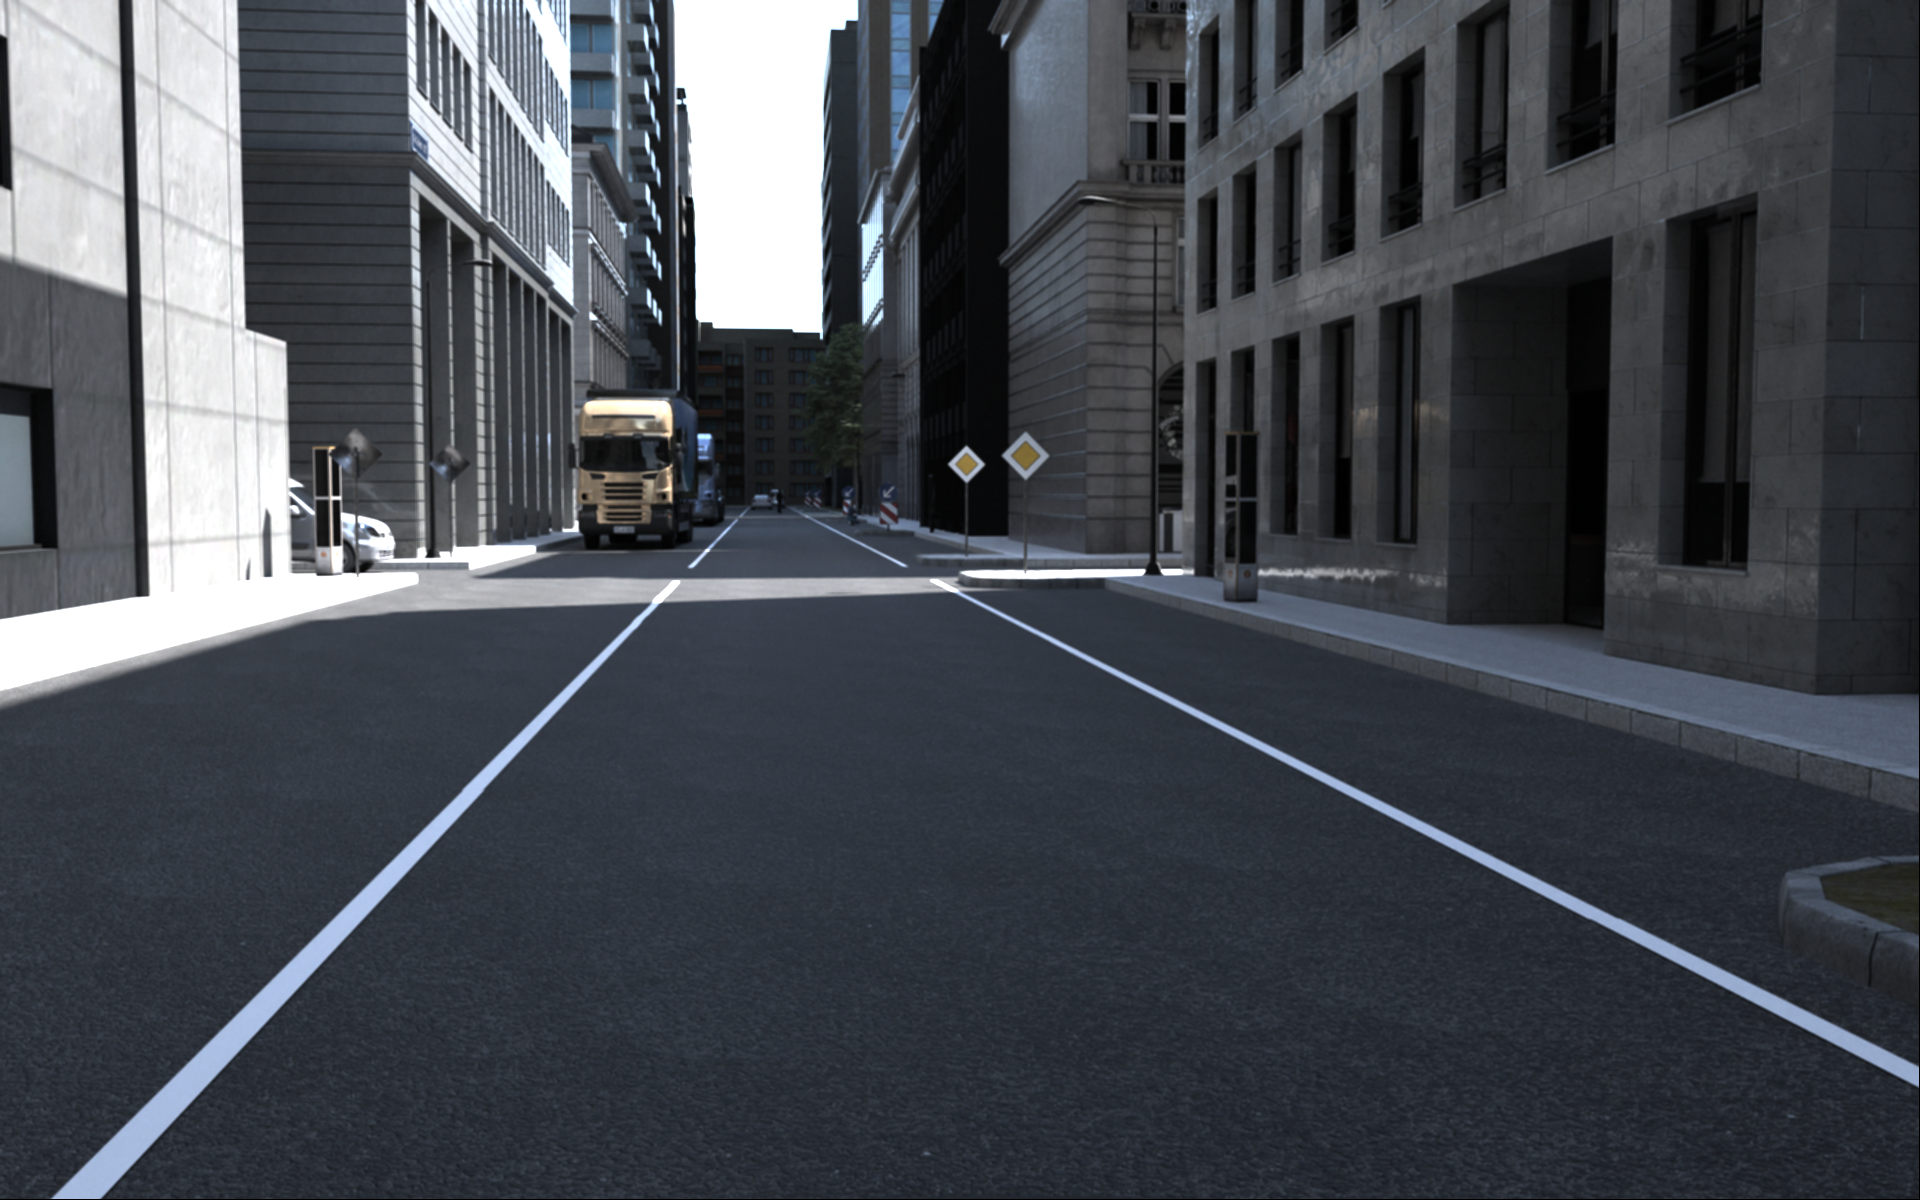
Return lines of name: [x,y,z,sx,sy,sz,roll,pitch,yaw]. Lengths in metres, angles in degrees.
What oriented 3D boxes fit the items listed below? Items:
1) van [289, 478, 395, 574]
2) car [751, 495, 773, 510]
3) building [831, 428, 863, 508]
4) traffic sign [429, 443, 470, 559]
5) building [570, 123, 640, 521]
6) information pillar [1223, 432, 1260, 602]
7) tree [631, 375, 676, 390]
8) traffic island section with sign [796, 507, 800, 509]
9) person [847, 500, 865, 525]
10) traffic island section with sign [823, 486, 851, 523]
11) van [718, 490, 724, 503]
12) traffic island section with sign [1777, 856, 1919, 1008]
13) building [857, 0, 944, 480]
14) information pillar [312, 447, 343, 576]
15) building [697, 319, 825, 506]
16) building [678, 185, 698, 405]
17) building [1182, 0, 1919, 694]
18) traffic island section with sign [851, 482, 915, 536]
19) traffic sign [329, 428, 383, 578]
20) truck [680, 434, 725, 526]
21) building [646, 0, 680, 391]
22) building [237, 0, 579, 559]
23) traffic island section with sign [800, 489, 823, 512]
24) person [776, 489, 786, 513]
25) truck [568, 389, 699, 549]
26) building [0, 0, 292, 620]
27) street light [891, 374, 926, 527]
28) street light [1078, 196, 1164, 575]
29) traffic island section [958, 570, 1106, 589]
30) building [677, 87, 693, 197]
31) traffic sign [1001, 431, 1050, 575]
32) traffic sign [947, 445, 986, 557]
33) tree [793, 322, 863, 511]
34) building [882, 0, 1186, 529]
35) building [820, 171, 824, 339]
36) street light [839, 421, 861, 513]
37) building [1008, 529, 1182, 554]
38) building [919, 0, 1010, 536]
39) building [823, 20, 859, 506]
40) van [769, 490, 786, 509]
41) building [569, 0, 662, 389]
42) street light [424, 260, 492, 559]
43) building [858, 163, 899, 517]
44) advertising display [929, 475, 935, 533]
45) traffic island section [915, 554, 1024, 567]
van: [-12.281,-1.466,30.978,4.112,2.044,2.013,0,4,-5]
car: [-18.120,-8.937,158.485,2.083,1.381,4.827,0,4,-6]
building: [0.588,-51.132,148.675,22.319,86.520,31.000,0,4,-6]
traffic sign: [-10.098,-1.876,34.315,0.795,2.450,0.064,0,4,-6]
building: [-21.949,-14.162,82.464,10.553,20.767,40.483,0,4,-6]
information pillar: [3.347,-0.986,20.607,0.304,2.012,0.304,-2,4,-23]
tree: [-19.252,-9.590,107.165,4.360,8.622,3.978,0,3,0]
traffic island section with sign: [-14.579,-9.534,164.504,1.989,1.847,2.006,0,4,-6]
person: [-4.881,-4.008,79.530,0.738,1.151,1.012,-1,4,-23]
traffic island section with sign: [-5.706,-4.783,86.832,1.989,1.847,2.006,0,4,-6]
van: [-21.962,-8.978,153.809,2.013,2.044,4.112,0,4,-8]
traffic island section with sign: [3.635,0.215,5.111,1.989,1.847,2.006,0,4,-6]
building: [-0.141,-29.117,126.166,14.600,45.320,14.200,0,4,-6]
information pillar: [-9.899,-1.384,27.127,0.304,2.012,0.304,1,4,13]
building: [-30.983,-22.049,205.534,28.899,21.520,27.650,0,4,-6]
building: [-31.727,-23.793,160.716,14.160,30.474,14.107,0,4,-6]
building: [9.659,-10.066,19.332,10.420,20.320,16.860,0,4,-6]
traffic island section with sign: [-2.636,-3.143,60.020,1.989,1.847,2.006,0,4,-6]
traffic sign: [-9.192,-1.391,26.381,0.795,2.450,0.064,0,4,-6]
truck: [-12.816,-5.729,83.423,2.967,4.110,18.799,0,4,-6]
building: [-30.912,-30.273,145.075,14.600,45.320,14.200,0,4,-6]
building: [-17.752,-16.506,47.362,11.434,29.767,29.804,0,4,-6]
traffic island section with sign: [-11.417,-7.846,136.914,1.989,1.847,2.006,0,4,-6]
person: [-13.610,-7.491,130.995,0.705,1.821,1.348,-3,4,-36]
truck: [-8.928,-3.653,48.640,2.839,4.237,11.283,0,4,-5]
building: [-19.908,-35.250,14.597,20.611,71.187,20.563,0,4,-6]
street light: [-1.958,-5.779,67.034,1.470,5.913,1.316,0,4,-6]
street light: [2.533,-3.347,27.266,1.470,5.913,1.316,0,4,-6]
traffic island section: [1.060,-0.326,27.604,2.009,0.180,2.903,0,4,-6]
building: [-34.091,-30.107,175.840,14.086,41.232,14.154,0,4,-6]
traffic sign: [1.038,-1.461,27.524,0.795,2.450,0.064,0,4,-6]
traffic sign: [0.132,-1.946,35.458,0.795,2.450,0.064,0,4,-6]
tree: [-7.349,-12.036,114.912,7.486,12.596,7.792,0,3,0]
building: [3.821,-14.642,81.200,13.314,21.916,24.055,0,4,-6]
building: [-8.962,-31.678,201.525,14.086,41.232,14.154,0,4,-6]
street light: [-6.985,-8.422,110.245,1.470,5.913,1.316,0,4,-6]
building: [13.483,-12.328,43.367,24.055,21.916,13.314,0,4,-6]
building: [5.424,-14.115,60.461,12.332,23.373,15.834,0,4,-6]
building: [-2.816,-33.772,175.867,21.300,48.544,21.600,0,4,-6]
van: [-18.285,-10.121,172.495,2.013,2.044,4.112,0,4,-7]
building: [-32.900,-30.746,122.304,23.786,49.044,30.456,0,4,-6]
street light: [-9.971,-3.786,34.435,1.470,5.913,1.316,0,4,-6]
building: [-0.609,-15.464,101.982,9.793,20.994,18.267,0,4,-6]
advertising display: [-0.931,-3.214,57.766,0.123,1.923,0.974,0,4,5]
traffic island section: [0.154,-0.811,35.538,2.009,0.180,2.903,0,4,-6]
